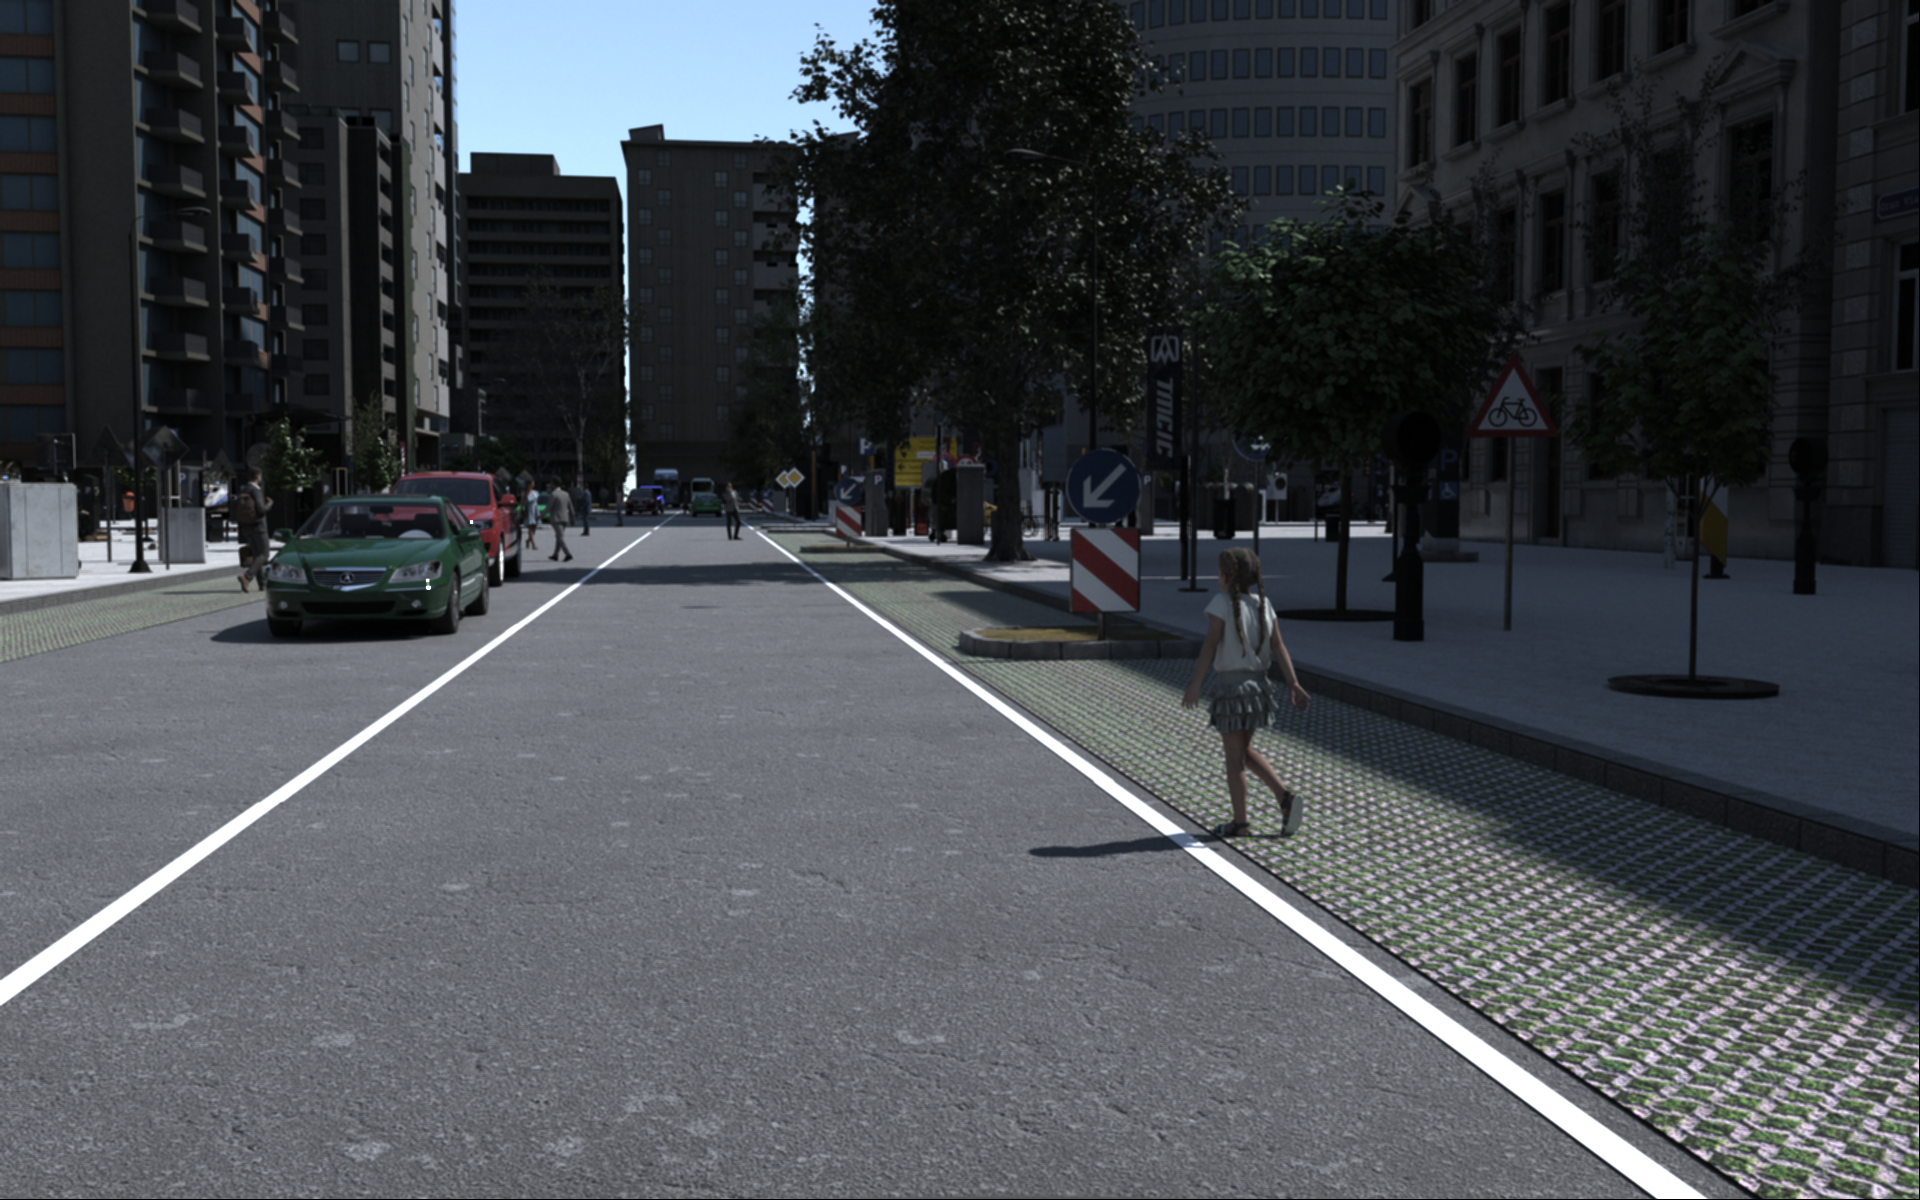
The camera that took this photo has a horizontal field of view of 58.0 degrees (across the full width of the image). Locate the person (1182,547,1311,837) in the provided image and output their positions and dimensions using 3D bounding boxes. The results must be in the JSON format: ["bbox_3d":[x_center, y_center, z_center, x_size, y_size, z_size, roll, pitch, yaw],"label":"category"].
[{"bbox_3d":[1.165,0.390,7.145,0.505,1.210,0.382,-2,4,-34],"label":"person"}]

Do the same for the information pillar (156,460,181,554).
[{"bbox_3d":[-15.258,-1.768,33.406,0.304,2.012,0.304,1,4,15],"label":"information pillar"}]

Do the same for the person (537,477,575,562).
[{"bbox_3d":[-8.555,-1.723,36.942,0.850,1.792,0.678,2,4,32],"label":"person"}]

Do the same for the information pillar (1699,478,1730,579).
[{"bbox_3d":[11.422,-2.130,26.181,0.504,3.616,0.183,-1,4,-21],"label":"information pillar"}]

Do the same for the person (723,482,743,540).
[{"bbox_3d":[-7.106,-2.780,54.133,0.592,1.802,0.473,-2,4,-29],"label":"person"}]

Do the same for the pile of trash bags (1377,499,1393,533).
[{"bbox_3d":[15.800,-2.881,56.861,3.447,1.369,1.912,-1,4,-20],"label":"pile of trash bags"}]

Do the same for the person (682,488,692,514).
[{"bbox_3d":[-19.225,-6.939,121.911,0.822,1.834,0.622,-2,4,-29],"label":"person"}]

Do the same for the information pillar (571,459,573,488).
[{"bbox_3d":[-26.113,-7.665,116.678,0.183,3.616,0.504,-1,4,-8],"label":"information pillar"}]

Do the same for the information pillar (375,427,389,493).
[{"bbox_3d":[-20.244,-4.242,60.713,0.183,3.616,0.504,3,5,43],"label":"information pillar"}]

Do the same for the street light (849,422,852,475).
[{"bbox_3d":[-4.558,-5.561,63.471,1.470,5.913,1.316,-1,4,-8],"label":"street light"}]

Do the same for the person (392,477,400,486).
[{"bbox_3d":[-12.056,-1.724,36.954,0.850,1.792,0.678,-1,4,-17],"label":"person"}]

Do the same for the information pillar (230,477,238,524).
[{"bbox_3d":[-30.642,-4.199,73.150,0.304,2.012,0.304,-1,4,-14],"label":"information pillar"}]

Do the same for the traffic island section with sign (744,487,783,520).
[{"bbox_3d":[-10.867,-5.371,96.439,1.989,1.847,2.006,-1,4,-8],"label":"traffic island section with sign"}]

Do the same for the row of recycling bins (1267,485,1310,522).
[{"bbox_3d":[14.381,-4.465,80.108,3.534,1.692,1.069,1,4,11],"label":"row of recycling bins"}]

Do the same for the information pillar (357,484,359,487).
[{"bbox_3d":[-33.078,-5.547,95.180,0.304,2.012,0.304,-1,4,-15],"label":"information pillar"}]

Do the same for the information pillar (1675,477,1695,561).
[{"bbox_3d":[13.965,-1.758,33.232,0.304,2.012,0.304,-1,4,-18],"label":"information pillar"}]

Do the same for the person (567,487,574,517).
[{"bbox_3d":[-21.800,-5.420,97.098,0.573,1.828,0.580,1,4,23],"label":"person"}]

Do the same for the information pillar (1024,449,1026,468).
[{"bbox_3d":[3.422,-6.041,90.122,0.183,3.616,0.504,2,4,34],"label":"information pillar"}]

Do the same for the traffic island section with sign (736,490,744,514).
[{"bbox_3d":[-14.906,-7.041,123.756,1.989,1.847,2.006,-1,4,-8],"label":"traffic island section with sign"}]

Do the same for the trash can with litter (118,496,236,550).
[{"bbox_3d":[-18.482,-1.801,40.508,1.678,1.210,2.233,1,4,16],"label":"trash can with litter"}]

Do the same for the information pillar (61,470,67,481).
[{"bbox_3d":[-43.170,-5.634,83.475,0.183,3.616,0.504,0,4,-4],"label":"information pillar"}]

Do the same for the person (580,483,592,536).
[{"bbox_3d":[-12.873,-3.113,59.574,0.419,1.800,0.721,-1,4,-13],"label":"person"}]

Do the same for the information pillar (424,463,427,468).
[{"bbox_3d":[-40.602,-8.561,131.334,0.504,3.616,0.183,2,4,26],"label":"information pillar"}]

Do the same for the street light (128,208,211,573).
[{"bbox_3d":[-12.852,-3.403,28.177,1.470,5.913,1.316,-1,4,-8],"label":"street light"}]

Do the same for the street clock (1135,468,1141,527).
[{"bbox_3d":[4.755,-2.654,47.961,0.471,2.002,0.358,3,5,45],"label":"street clock"}]

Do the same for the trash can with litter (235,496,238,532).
[{"bbox_3d":[-24.092,-2.883,58.190,2.233,1.210,1.678,1,4,11],"label":"trash can with litter"}]

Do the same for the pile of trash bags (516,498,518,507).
[{"bbox_3d":[-37.322,-8.016,140.811,1.912,1.369,3.447,2,4,30],"label":"pile of trash bags"}]

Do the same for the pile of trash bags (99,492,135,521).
[{"bbox_3d":[-40.754,-4.508,83.457,3.447,1.369,1.912,3,4,37],"label":"pile of trash bags"}]

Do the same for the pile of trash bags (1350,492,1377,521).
[{"bbox_3d":[19.576,-4.625,85.368,1.912,1.369,3.447,0,4,-4],"label":"pile of trash bags"}]

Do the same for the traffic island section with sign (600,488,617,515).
[{"bbox_3d":[-24.899,-6.901,121.451,1.989,1.847,2.006,-1,4,-8],"label":"traffic island section with sign"}]

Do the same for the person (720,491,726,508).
[{"bbox_3d":[-24.063,-10.272,177.174,1.217,1.743,0.721,0,4,4],"label":"person"}]

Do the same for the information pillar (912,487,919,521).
[{"bbox_3d":[-2.163,-5.641,83.581,0.504,3.616,0.183,-3,4,-38],"label":"information pillar"}]

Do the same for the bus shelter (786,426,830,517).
[{"bbox_3d":[-8.802,-7.449,99.428,2.179,5.291,8.768,-1,4,-8],"label":"bus shelter"}]

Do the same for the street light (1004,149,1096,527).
[{"bbox_3d":[1.284,-3.122,23.589,1.470,5.913,1.316,-1,4,-8],"label":"street light"}]

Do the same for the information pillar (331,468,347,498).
[{"bbox_3d":[-17.508,-2.715,48.879,0.304,2.012,0.304,3,4,38],"label":"information pillar"}]

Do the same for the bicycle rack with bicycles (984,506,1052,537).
[{"bbox_3d":[1.536,-2.395,52.541,2.852,0.926,2.925,-2,4,-31],"label":"bicycle rack with bicycles"}]

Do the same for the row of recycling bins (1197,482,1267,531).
[{"bbox_3d":[9.423,-3.317,61.347,1.069,1.692,3.534,-1,4,-19],"label":"row of recycling bins"}]

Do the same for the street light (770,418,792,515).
[{"bbox_3d":[-10.913,-8.175,106.207,1.470,5.913,1.316,-1,4,-8],"label":"street light"}]

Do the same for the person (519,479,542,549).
[{"bbox_3d":[-11.147,-2.215,44.812,0.616,1.811,0.778,-3,4,-37],"label":"person"}]

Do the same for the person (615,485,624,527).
[{"bbox_3d":[-14.981,-4.148,76.327,0.388,1.821,0.555,0,4,3],"label":"person"}]

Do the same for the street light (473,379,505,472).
[{"bbox_3d":[-19.045,-5.958,69.952,1.470,5.913,1.316,-1,4,-8],"label":"street light"}]

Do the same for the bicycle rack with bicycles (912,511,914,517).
[{"bbox_3d":[-2.134,-5.033,95.667,2.925,0.926,2.852,0,4,5],"label":"bicycle rack with bicycles"}]

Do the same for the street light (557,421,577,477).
[{"bbox_3d":[-25.016,-8.419,110.197,1.470,5.913,1.316,-1,4,-8],"label":"street light"}]

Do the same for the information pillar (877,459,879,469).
[{"bbox_3d":[-5.459,-7.588,115.415,0.183,3.616,0.504,-1,4,-8],"label":"information pillar"}]

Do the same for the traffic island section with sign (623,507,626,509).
[{"bbox_3d":[-32.237,-9.938,171.114,1.989,1.847,2.006,-1,4,-8],"label":"traffic island section with sign"}]

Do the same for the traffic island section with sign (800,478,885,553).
[{"bbox_3d":[-2.904,-2.070,42.470,1.989,1.847,2.006,-1,4,-8],"label":"traffic island section with sign"}]

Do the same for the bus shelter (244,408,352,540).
[{"bbox_3d":[-19.082,-3.609,50.284,1.731,3.624,6.357,-1,4,-8],"label":"bus shelter"}]

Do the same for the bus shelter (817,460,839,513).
[{"bbox_3d":[-9.344,-7.819,119.131,1.731,3.624,6.357,-1,4,-8],"label":"bus shelter"}]

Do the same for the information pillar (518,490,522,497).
[{"bbox_3d":[-33.992,-7.909,133.798,0.304,2.012,0.304,-1,4,-9],"label":"information pillar"}]

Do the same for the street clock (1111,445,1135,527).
[{"bbox_3d":[2.352,-1.287,25.608,0.358,2.002,0.471,1,4,8],"label":"street clock"}]

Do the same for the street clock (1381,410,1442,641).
[{"bbox_3d":[3.931,-0.645,15.120,0.471,2.002,0.358,-1,4,-21],"label":"street clock"}]

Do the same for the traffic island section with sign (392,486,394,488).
[{"bbox_3d":[-12.923,-1.942,40.380,1.989,1.847,2.006,-1,4,-8],"label":"traffic island section with sign"}]

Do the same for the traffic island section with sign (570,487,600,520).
[{"bbox_3d":[-20.954,-5.270,94.785,1.989,1.847,2.006,-1,4,-8],"label":"traffic island section with sign"}]

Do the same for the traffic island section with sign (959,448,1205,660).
[{"bbox_3d":[1.034,-0.439,15.803,1.989,1.847,2.006,-1,4,-8],"label":"traffic island section with sign"}]

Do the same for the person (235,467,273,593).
[{"bbox_3d":[-10.320,-1.029,25.289,0.622,1.834,0.822,2,4,26],"label":"person"}]
